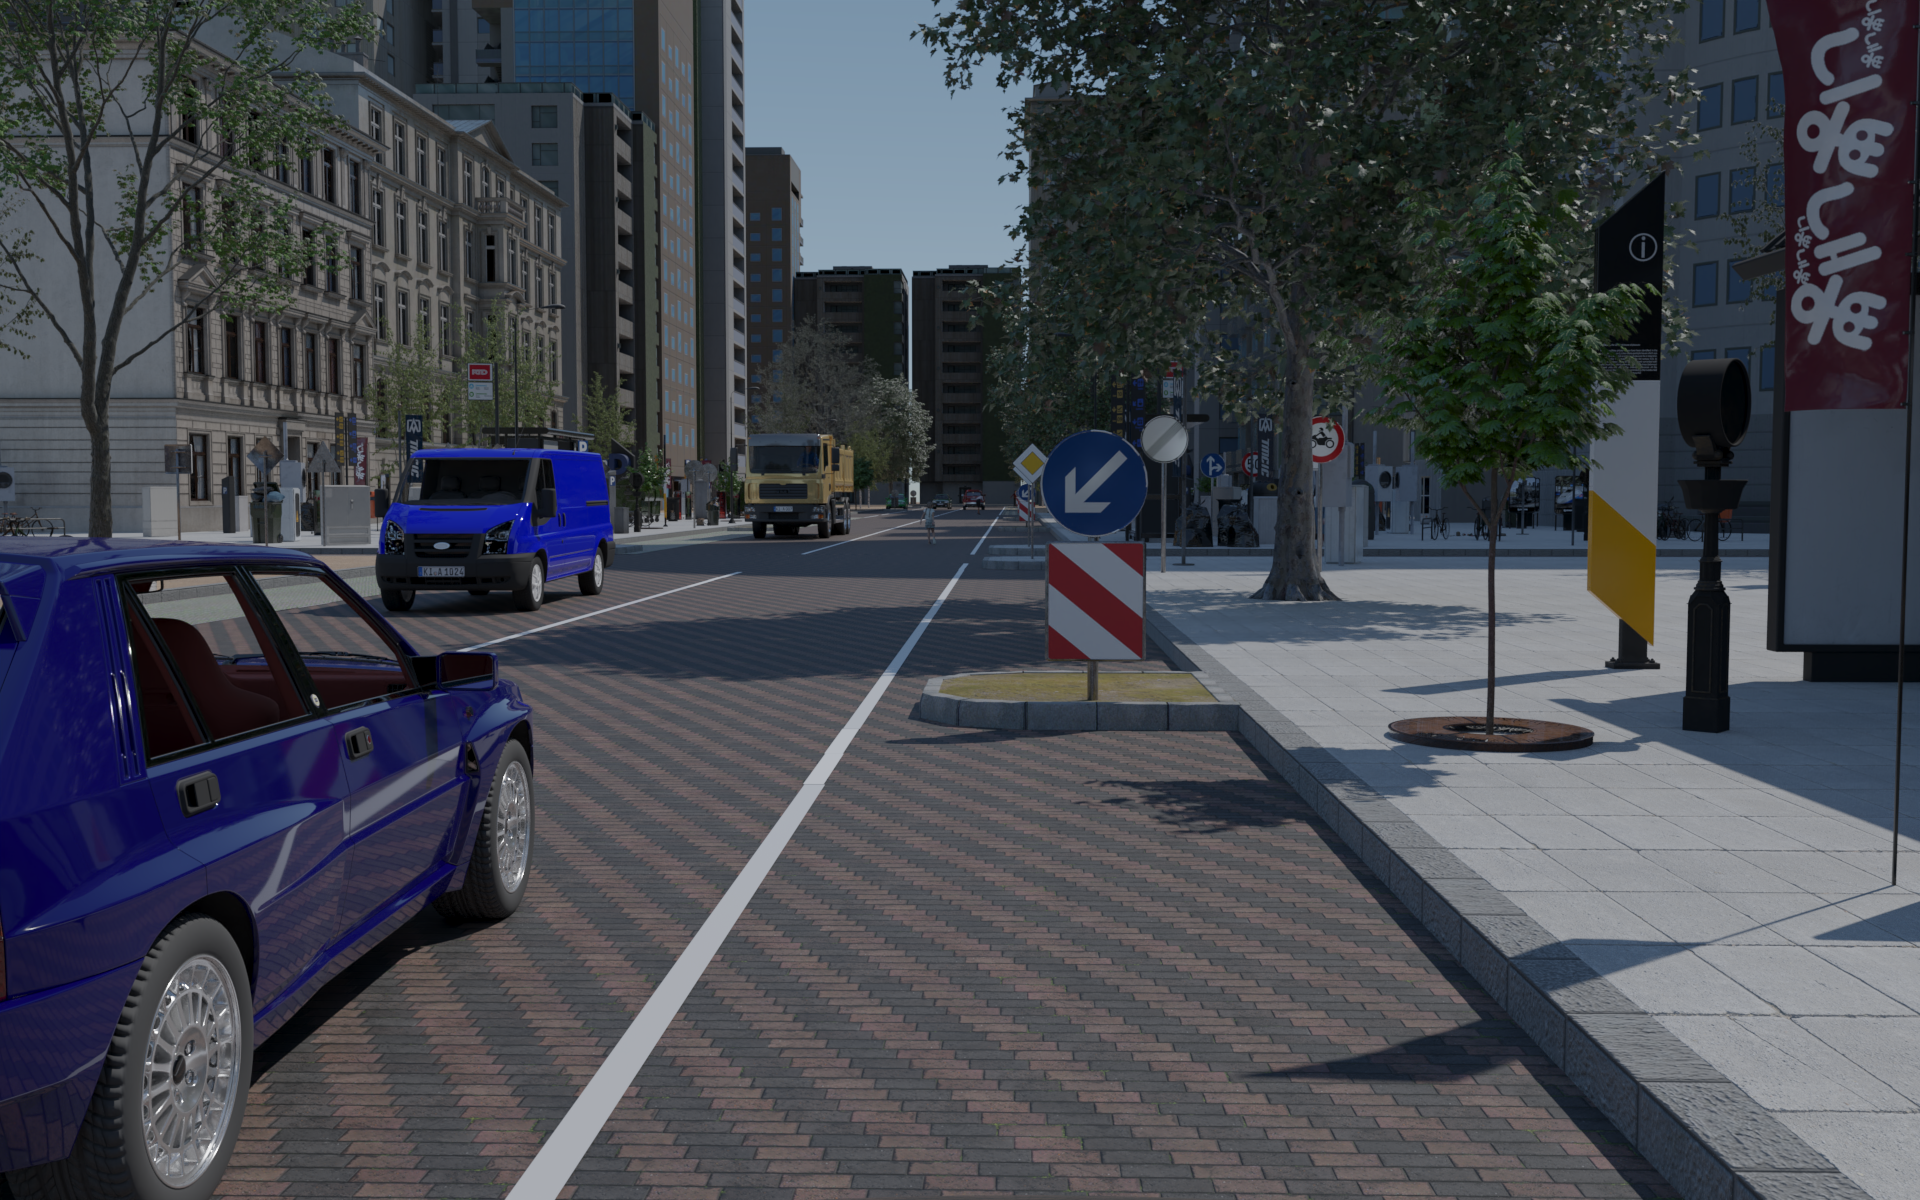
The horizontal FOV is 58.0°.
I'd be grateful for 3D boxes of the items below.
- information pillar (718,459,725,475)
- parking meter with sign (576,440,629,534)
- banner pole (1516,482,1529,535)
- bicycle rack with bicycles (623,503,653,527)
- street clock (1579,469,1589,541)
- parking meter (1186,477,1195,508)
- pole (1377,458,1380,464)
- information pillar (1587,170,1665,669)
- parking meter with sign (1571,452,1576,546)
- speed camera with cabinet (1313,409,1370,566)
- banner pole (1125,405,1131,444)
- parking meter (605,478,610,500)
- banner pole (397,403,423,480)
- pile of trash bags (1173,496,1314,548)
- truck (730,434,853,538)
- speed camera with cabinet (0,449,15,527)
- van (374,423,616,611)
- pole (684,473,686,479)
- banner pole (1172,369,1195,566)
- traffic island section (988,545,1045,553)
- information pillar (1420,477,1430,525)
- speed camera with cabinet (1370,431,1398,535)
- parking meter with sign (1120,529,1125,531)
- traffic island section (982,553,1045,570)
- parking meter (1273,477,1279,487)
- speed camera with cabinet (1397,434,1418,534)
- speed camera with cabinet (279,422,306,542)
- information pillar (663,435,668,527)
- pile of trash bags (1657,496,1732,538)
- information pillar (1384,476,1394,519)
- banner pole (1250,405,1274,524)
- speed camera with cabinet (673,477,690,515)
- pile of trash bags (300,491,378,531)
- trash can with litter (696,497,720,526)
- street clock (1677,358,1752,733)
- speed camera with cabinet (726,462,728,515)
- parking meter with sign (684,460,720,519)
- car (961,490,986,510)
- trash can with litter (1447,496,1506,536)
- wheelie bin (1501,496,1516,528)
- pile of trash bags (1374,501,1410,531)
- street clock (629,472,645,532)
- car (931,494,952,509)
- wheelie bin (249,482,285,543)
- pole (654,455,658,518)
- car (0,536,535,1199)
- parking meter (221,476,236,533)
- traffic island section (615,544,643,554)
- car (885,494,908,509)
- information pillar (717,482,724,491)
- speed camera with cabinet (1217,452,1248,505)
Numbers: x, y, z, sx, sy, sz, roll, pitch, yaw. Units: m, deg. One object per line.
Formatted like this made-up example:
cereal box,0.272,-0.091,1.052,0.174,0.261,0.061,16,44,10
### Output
information pillar,-15.924,-7.609,115.755,0.504,3.616,0.183,-3,5,-44
parking meter with sign,-11.553,-3.664,56.165,1.738,3.016,0.543,1,4,23
banner pole,17.752,-3.943,54.478,0.401,3.779,0.863,1,4,12
bicycle rack with bicycles,-13.444,-3.299,67.323,2.925,0.926,2.852,-1,4,-8
street clock,17.228,-2.626,47.502,0.471,2.002,0.358,2,4,25
parking meter,7.639,-3.203,58.086,0.399,1.863,0.255,3,5,40
pole,23.359,-6.296,96.775,0.158,3.312,0.155,0,3,0
information pillar,4.873,-1.303,12.656,0.504,3.616,0.183,0,4,1
parking meter with sign,15.937,-2.832,42.563,1.738,3.016,0.543,2,4,34
speed camera with cabinet,6.925,-2.277,31.573,0.660,3.252,2.038,1,4,21
banner pole,4.167,-3.223,42.709,0.863,3.779,0.401,-1,4,-9
parking meter,-11.350,-3.015,55.010,0.255,1.863,0.399,3,5,44
banner pole,-15.277,-3.547,48.013,0.863,3.779,0.401,-2,4,-31
pile of trash bags,6.899,-1.987,42.243,3.447,1.369,1.912,1,4,10
truck,-5.341,-3.799,58.039,3.469,3.379,9.791,0,4,2
speed camera with cabinet,-31.700,-3.764,55.883,2.038,3.252,0.660,-3,5,-42
van,-6.074,-1.136,22.966,2.240,2.365,5.245,0,4,1
pole,-17.271,-7.058,109.244,0.158,3.312,0.155,0,3,0
banner pole,3.920,-2.498,30.854,0.401,3.779,0.863,2,4,27
traffic island section,1.699,-1.220,42.227,2.009,0.180,2.903,0,4,2
information pillar,19.617,-4.191,73.010,0.304,2.012,0.304,0,4,-8
speed camera with cabinet,12.521,-3.632,53.727,2.038,3.252,0.660,-2,4,-34
parking meter with sign,5.060,-3.904,60.087,0.543,3.016,1.738,-3,4,-39
traffic island section,1.451,-0.732,34.246,2.009,0.180,2.903,0,4,2
parking meter,10.029,-3.051,55.603,0.255,1.863,0.399,-3,4,-36
speed camera with cabinet,14.215,-3.758,55.786,0.660,3.252,2.038,0,4,2
speed camera with cabinet,-18.276,-3.233,47.198,0.660,3.252,2.038,-1,4,-12
information pillar,-11.574,-4.685,67.949,0.183,3.616,0.504,-1,4,-8
pile of trash bags,21.097,-2.543,51.330,3.447,1.369,1.912,2,4,31
information pillar,17.348,-4.010,70.051,0.304,2.012,0.304,-3,5,-43
banner pole,8.184,-3.503,47.287,0.863,3.779,0.401,-1,4,-11
speed camera with cabinet,-17.197,-6.888,106.953,0.660,3.252,2.038,-1,4,-23
pile of trash bags,-21.400,-3.068,59.910,3.447,1.369,1.912,2,4,25
trash can with litter,-10.251,-3.593,70.133,1.055,1.170,0.624,0,4,4
street clock,4.052,-0.292,9.346,0.358,2.002,0.471,3,5,43
speed camera with cabinet,-13.775,-6.953,108.015,2.038,3.252,0.660,1,4,18
parking meter with sign,-13.015,-5.585,87.571,1.738,3.016,0.543,1,4,17
car,1.261,-9.200,159.093,2.281,1.827,5.304,0,3,0
trash can with litter,15.777,-2.559,52.899,2.233,1.210,1.678,-1,4,-14
wheelie bin,21.034,-3.557,66.058,0.693,1.594,0.980,0,4,3
pile of trash bags,14.930,-3.161,61.438,1.912,1.369,3.447,0,4,6
street clock,-10.838,-3.275,58.110,0.471,2.002,0.358,1,4,10
car,-1.714,-9.412,163.672,2.009,1.686,4.222,0,4,3
wheelie bin,-18.033,-2.272,45.063,0.980,1.594,0.693,0,4,4
pole,-16.009,-5.965,91.364,0.158,3.312,0.155,0,3,0
car,-2.355,0.483,4.690,1.945,1.354,3.894,0,4,0
parking meter,-23.876,-3.108,56.529,0.399,1.863,0.255,2,4,32
traffic island section,-8.987,-1.241,42.564,2.009,0.180,2.903,0,4,2
car,-5.482,-8.663,150.442,1.959,1.807,4.718,0,4,1
information pillar,-12.582,-5.303,91.193,0.304,2.012,0.304,2,4,33
speed camera with cabinet,13.164,-5.348,81.776,2.038,3.252,0.660,0,4,4
